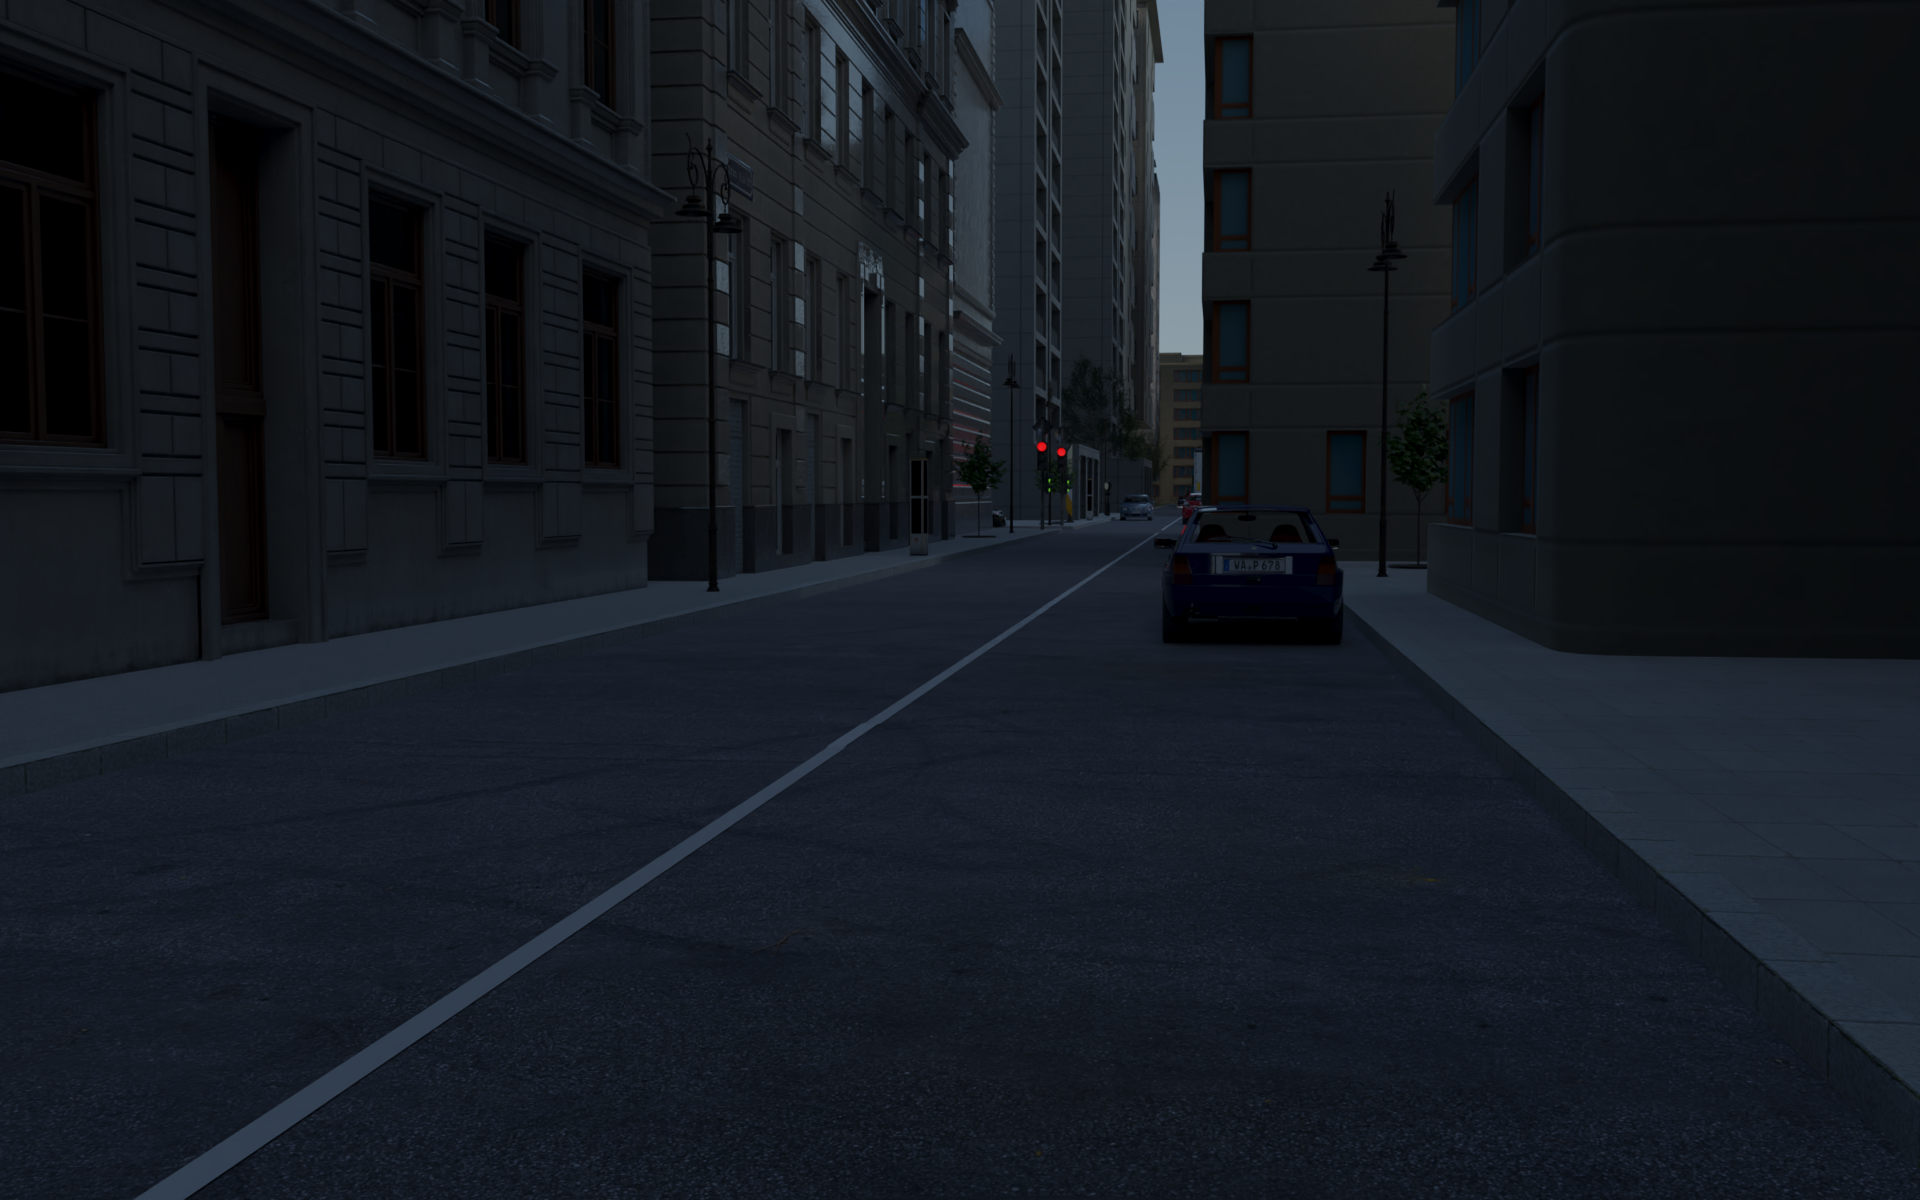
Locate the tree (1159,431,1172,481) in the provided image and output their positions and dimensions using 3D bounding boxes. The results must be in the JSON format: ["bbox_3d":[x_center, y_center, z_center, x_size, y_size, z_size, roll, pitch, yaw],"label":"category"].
[{"bbox_3d":[22.729,-15.438,202.770,4.737,8.622,4.395,0,3,0],"label":"tree"}]

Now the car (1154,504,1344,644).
[{"bbox_3d":[2.976,-0.328,17.945,1.945,1.354,3.894,0,4,8],"label":"car"}]

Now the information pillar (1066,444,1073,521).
[{"bbox_3d":[5.093,-5.471,80.797,0.183,3.616,0.504,2,4,32],"label":"information pillar"}]

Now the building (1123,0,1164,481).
[{"bbox_3d":[7.029,-36.549,186.813,28.713,52.752,27.495,1,4,8],"label":"building"}]

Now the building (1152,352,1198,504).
[{"bbox_3d":[19.759,-24.339,242.977,28.899,21.520,27.650,1,4,8],"label":"building"}]

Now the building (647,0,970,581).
[{"bbox_3d":[-7.480,-14.687,37.389,12.463,27.353,25.104,1,4,8],"label":"building"}]

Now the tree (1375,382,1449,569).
[{"bbox_3d":[8.083,-2.160,29.924,1.663,3.219,1.824,0,3,0],"label":"tree"}]

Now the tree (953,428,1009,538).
[{"bbox_3d":[0.683,-3.454,51.070,1.663,3.219,1.824,0,3,0],"label":"tree"}]

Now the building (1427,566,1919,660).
[{"bbox_3d":[17.670,-9.827,5.708,27.650,21.520,28.899,1,4,8],"label":"building"}]

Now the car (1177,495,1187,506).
[{"bbox_3d":[27.986,-12.426,215.738,1.945,1.354,3.894,0,4,7],"label":"car"}]

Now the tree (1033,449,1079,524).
[{"bbox_3d":[3.994,-4.842,73.776,1.663,3.219,1.824,0,3,0],"label":"tree"}]

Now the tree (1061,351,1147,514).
[{"bbox_3d":[8.751,-10.929,113.102,7.601,10.594,8.767,1,4,12],"label":"tree"}]

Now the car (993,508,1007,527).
[{"bbox_3d":[-0.281,-3.541,67.680,4.222,1.686,2.009,1,4,8],"label":"car"}]

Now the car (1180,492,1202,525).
[{"bbox_3d":[11.558,-4.509,82.768,2.155,1.783,4.494,1,4,9],"label":"car"}]

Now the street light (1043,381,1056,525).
[{"bbox_3d":[3.669,-5.989,70.703,0.468,5.910,1.993,1,4,8],"label":"street light"}]

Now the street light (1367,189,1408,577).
[{"bbox_3d":[6.538,-3.293,26.634,0.468,5.910,1.993,1,4,8],"label":"street light"}]

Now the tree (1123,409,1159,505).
[{"bbox_3d":[13.743,-11.733,142.198,4.737,8.622,4.395,0,3,0],"label":"tree"}]

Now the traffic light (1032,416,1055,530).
[{"bbox_3d":[2.995,-4.499,62.483,0.839,4.253,0.868,1,4,8],"label":"traffic light"}]

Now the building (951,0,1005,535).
[{"bbox_3d":[-8.658,-14.057,58.717,19.941,23.489,11.050,1,4,8],"label":"building"}]

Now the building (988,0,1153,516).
[{"bbox_3d":[3.832,-42.100,126.586,20.563,71.187,20.611,1,4,8],"label":"building"}]

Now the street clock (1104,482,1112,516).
[{"bbox_3d":[8.637,-5.901,101.059,0.358,2.002,0.471,-2,4,-25],"label":"street clock"}]

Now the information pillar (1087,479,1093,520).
[{"bbox_3d":[6.329,-4.888,84.409,0.304,2.012,0.304,0,4,8],"label":"information pillar"}]

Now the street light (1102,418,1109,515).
[{"bbox_3d":[8.808,-8.079,104.883,0.468,5.910,1.993,1,4,8],"label":"street light"}]

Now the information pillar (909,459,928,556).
[{"bbox_3d":[-0.853,-1.929,36.026,0.304,2.012,0.304,1,4,21],"label":"information pillar"}]

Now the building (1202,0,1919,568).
[{"bbox_3d":[20.420,-12.237,45.110,27.650,21.520,28.899,1,4,8],"label":"building"}]

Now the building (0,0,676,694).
[{"bbox_3d":[-10.613,-10.890,14.209,11.583,22.565,21.152,1,4,8],"label":"building"}]

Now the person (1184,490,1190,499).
[{"bbox_3d":[26.817,-11.929,203.166,0.705,1.869,1.348,-3,5,-43],"label":"person"}]

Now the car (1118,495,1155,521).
[{"bbox_3d":[9.708,-5.082,95.085,2.014,1.417,4.499,0,4,7],"label":"car"}]

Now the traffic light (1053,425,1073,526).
[{"bbox_3d":[4.164,-4.982,70.383,0.839,4.253,0.868,1,4,8],"label":"traffic light"}]

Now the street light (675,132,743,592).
[{"bbox_3d":[-3.251,-3.049,22.641,0.468,5.910,1.993,1,4,8],"label":"street light"}]

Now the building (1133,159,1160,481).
[{"bbox_3d":[17.573,-32.434,213.887,14.086,41.232,14.154,1,4,8],"label":"building"}]

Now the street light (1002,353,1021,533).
[{"bbox_3d":[1.698,-5.144,56.892,0.468,5.910,1.993,1,4,8],"label":"street light"}]

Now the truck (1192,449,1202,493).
[{"bbox_3d":[16.455,-7.553,112.405,2.839,4.237,11.283,0,4,8],"label":"truck"}]

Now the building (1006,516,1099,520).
[{"bbox_3d":[-2.798,-40.102,93.919,20.563,71.187,20.611,1,4,8],"label":"building"}]
